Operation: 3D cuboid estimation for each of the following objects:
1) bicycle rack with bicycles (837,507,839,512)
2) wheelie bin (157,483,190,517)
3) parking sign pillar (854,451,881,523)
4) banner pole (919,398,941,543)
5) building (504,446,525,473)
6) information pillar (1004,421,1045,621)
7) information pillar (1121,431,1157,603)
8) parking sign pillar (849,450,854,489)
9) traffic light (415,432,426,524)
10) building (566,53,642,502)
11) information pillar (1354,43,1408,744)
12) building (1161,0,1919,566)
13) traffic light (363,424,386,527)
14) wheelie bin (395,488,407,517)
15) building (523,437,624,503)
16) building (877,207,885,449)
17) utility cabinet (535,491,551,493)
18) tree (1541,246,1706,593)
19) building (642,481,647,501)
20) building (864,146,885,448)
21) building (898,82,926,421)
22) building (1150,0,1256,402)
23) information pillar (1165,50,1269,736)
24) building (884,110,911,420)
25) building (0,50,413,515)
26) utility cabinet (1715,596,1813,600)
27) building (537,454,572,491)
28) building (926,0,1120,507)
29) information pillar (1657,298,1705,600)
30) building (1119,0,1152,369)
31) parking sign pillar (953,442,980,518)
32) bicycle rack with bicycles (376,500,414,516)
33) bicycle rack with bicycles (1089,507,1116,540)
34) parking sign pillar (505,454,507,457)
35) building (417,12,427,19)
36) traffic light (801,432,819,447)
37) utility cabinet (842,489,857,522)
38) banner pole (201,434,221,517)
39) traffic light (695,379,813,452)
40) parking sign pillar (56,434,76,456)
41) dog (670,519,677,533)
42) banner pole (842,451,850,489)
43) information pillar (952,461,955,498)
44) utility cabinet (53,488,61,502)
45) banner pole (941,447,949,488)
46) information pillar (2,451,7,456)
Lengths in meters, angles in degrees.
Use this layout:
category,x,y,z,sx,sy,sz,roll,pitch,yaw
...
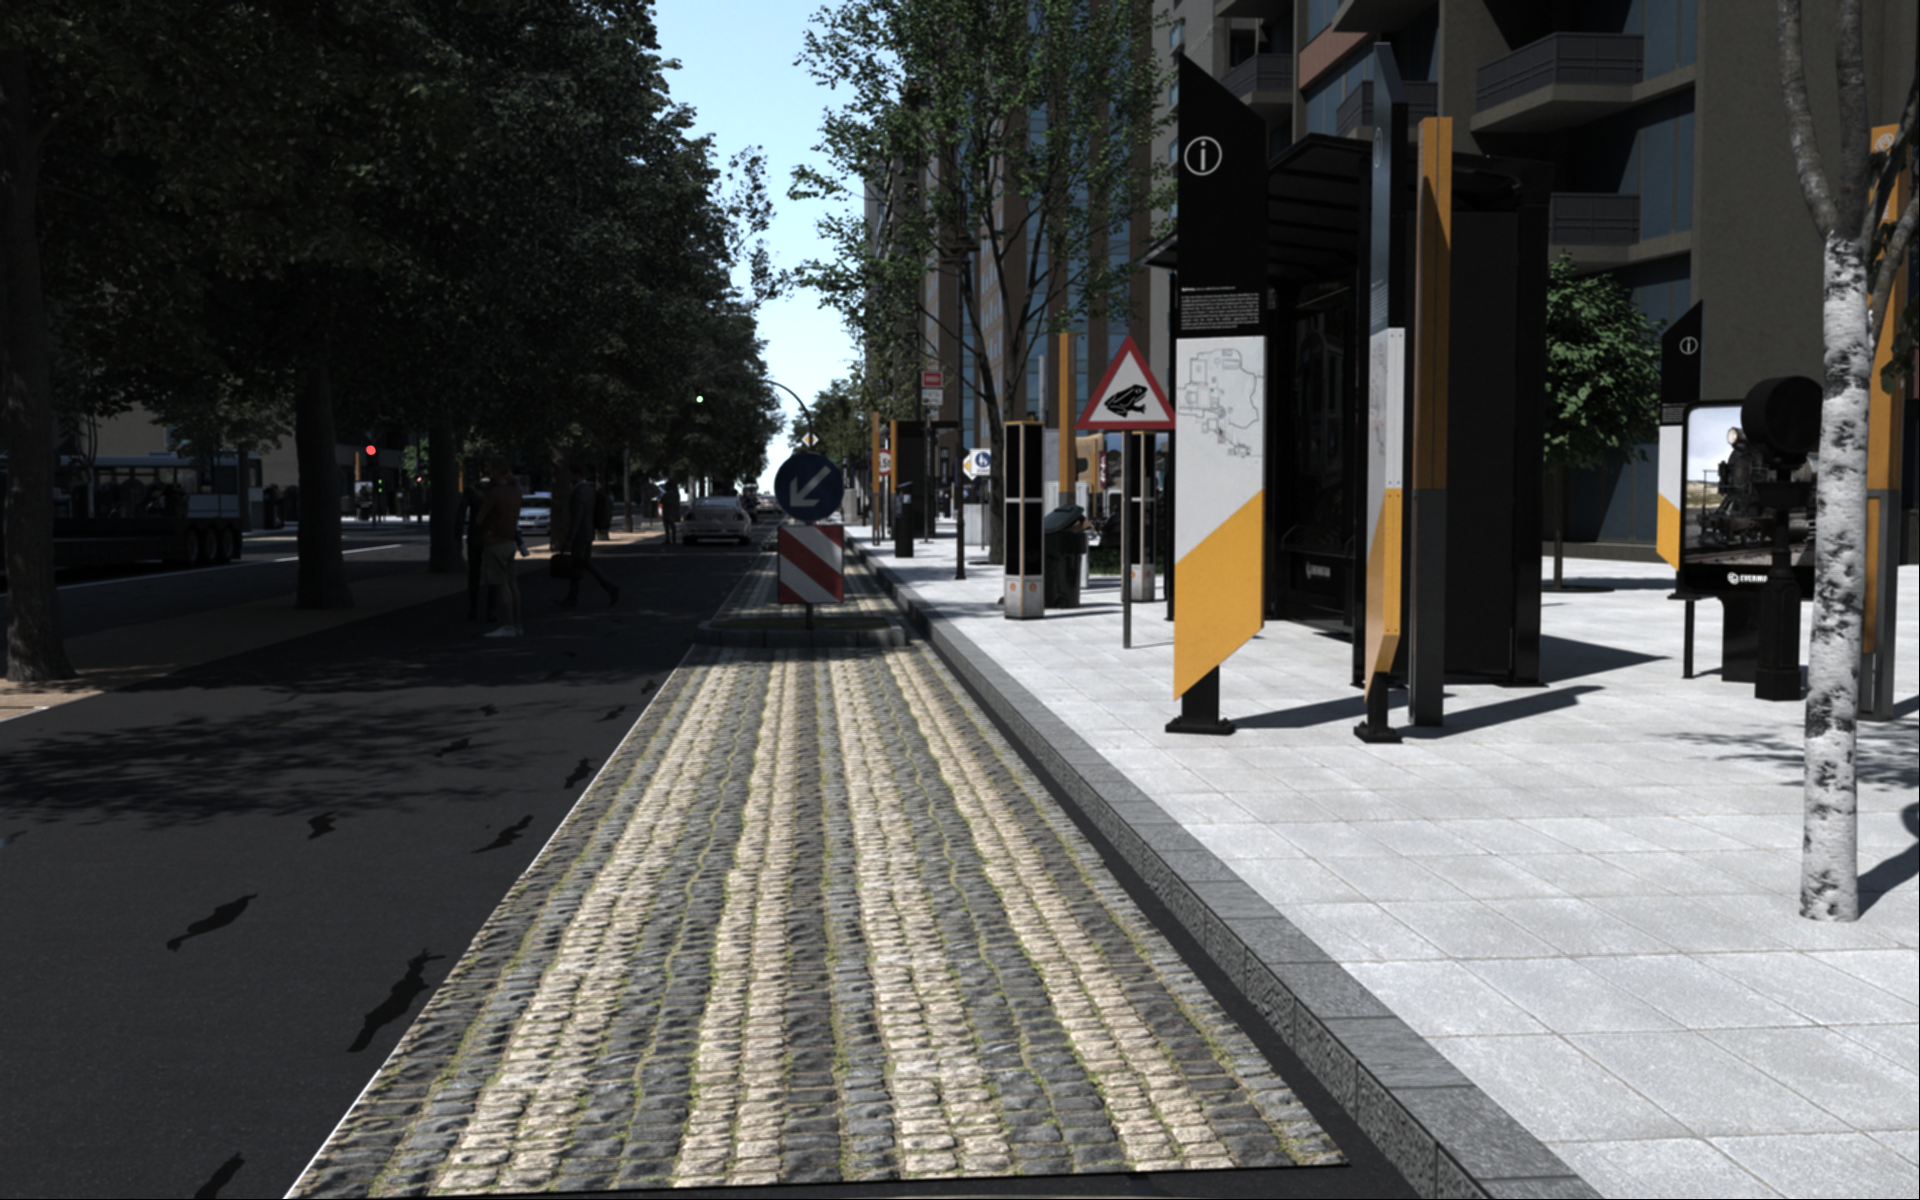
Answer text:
category,x,y,z,sx,sy,sz,roll,pitch,yaw
bicycle rack with bicycles,-8.185,-6.848,125.342,2.852,0.926,2.925,-1,4,-17
wheelie bin,-23.140,-2.639,51.059,0.693,1.594,0.980,1,4,12
parking sign pillar,-3.779,-5.418,77.053,1.447,3.967,1.447,-1,4,-10
banner pole,-0.839,-3.363,44.998,0.401,3.779,0.863,-1,4,-11
building,-47.652,-28.876,155.716,14.154,41.232,14.086,0,4,-5
information pillar,0.655,-0.806,17.669,0.304,2.012,0.304,-3,4,-36
information pillar,2.107,-0.976,20.450,0.304,2.012,0.304,3,4,36
parking sign pillar,-6.180,-7.253,107.064,1.447,3.967,1.447,-1,4,-18
traffic light,-21.423,-6.167,75.499,4.771,5.953,1.251,0,4,-5
building,-62.202,-51.349,277.810,20.563,71.187,20.611,0,4,-5
information pillar,2.182,-1.072,8.879,0.183,3.616,0.504,0,4,2
building,18.718,-23.800,43.757,22.147,44.769,28.867,0,4,-5
traffic light,-22.786,-4.795,67.325,0.839,4.253,0.868,0,4,-5
wheelie bin,-30.786,-5.359,95.532,0.693,1.594,0.980,-3,4,-38
building,-60.681,-36.648,253.822,22.147,44.769,28.867,0,4,-5
building,-1.352,-39.656,267.984,23.786,49.044,30.456,0,4,-5
utility cabinet,-31.331,-7.431,130.169,1.173,1.500,0.318,-3,5,-39
tree,7.963,-2.410,23.120,4.285,4.588,4.351,0,3,0
building,-61.154,-37.497,296.677,14.154,41.232,14.086,0,4,-5
building,-5.865,-46.163,296.767,21.231,58.520,28.212,0,4,-5
building,4.767,-32.376,183.975,22.147,44.769,28.867,0,4,-5
building,21.854,-28.892,96.080,21.600,48.544,21.300,0,4,-5
information pillar,1.371,-1.091,9.193,0.504,3.616,0.183,1,4,21
building,2.068,-35.792,208.906,21.300,48.544,21.600,0,4,-5
building,-47.270,-29.509,106.179,21.300,48.544,21.600,0,4,-5
utility cabinet,9.773,-0.745,20.860,1.173,1.500,0.318,1,4,14
building,-52.469,-31.493,198.512,14.154,41.232,14.086,0,4,-5
building,4.548,-30.255,144.783,14.600,45.320,14.200,0,4,-5
information pillar,8.740,-1.813,20.991,0.504,3.616,0.183,3,5,42
building,8.960,-28.505,116.171,14.600,45.320,14.200,0,4,-5
parking sign pillar,0.355,-6.210,90.000,1.447,3.967,1.447,2,4,24
bicycle rack with bicycles,-32.733,-5.262,99.415,2.852,0.926,2.925,0,4,4
bicycle rack with bicycles,4.011,-2.186,49.120,2.925,0.926,2.852,-1,4,-14
parking sign pillar,-30.881,-7.924,118.024,1.447,3.967,1.447,-2,4,-24
building,-44.403,-27.583,134.581,14.154,41.232,14.086,0,4,-5
traffic light,-6.656,-5.375,76.797,0.839,4.253,0.868,0,4,-5
utility cabinet,-4.978,-4.225,77.757,0.318,1.500,1.173,-2,4,-25
banner pole,-28.011,-4.579,64.882,0.863,3.779,0.401,-1,4,-22
traffic light,-8.019,-5.740,68.516,4.771,5.953,1.251,0,4,-5
parking sign pillar,-39.698,-5.388,76.572,1.447,3.967,1.447,1,4,13
dog,-10.696,-2.770,64.571,0.406,0.507,0.540,-3,4,-38
banner pole,-6.557,-6.754,100.438,0.401,3.779,0.863,-3,5,-44
information pillar,-0.451,-8.074,123.371,0.183,3.616,0.504,1,4,14
utility cabinet,-34.816,-3.492,65.778,1.173,1.500,0.318,-1,4,-20
banner pole,-0.861,-5.579,81.237,0.863,3.779,0.401,-2,4,-33
information pillar,-50.385,-6.120,91.420,0.183,3.616,0.504,2,4,30
